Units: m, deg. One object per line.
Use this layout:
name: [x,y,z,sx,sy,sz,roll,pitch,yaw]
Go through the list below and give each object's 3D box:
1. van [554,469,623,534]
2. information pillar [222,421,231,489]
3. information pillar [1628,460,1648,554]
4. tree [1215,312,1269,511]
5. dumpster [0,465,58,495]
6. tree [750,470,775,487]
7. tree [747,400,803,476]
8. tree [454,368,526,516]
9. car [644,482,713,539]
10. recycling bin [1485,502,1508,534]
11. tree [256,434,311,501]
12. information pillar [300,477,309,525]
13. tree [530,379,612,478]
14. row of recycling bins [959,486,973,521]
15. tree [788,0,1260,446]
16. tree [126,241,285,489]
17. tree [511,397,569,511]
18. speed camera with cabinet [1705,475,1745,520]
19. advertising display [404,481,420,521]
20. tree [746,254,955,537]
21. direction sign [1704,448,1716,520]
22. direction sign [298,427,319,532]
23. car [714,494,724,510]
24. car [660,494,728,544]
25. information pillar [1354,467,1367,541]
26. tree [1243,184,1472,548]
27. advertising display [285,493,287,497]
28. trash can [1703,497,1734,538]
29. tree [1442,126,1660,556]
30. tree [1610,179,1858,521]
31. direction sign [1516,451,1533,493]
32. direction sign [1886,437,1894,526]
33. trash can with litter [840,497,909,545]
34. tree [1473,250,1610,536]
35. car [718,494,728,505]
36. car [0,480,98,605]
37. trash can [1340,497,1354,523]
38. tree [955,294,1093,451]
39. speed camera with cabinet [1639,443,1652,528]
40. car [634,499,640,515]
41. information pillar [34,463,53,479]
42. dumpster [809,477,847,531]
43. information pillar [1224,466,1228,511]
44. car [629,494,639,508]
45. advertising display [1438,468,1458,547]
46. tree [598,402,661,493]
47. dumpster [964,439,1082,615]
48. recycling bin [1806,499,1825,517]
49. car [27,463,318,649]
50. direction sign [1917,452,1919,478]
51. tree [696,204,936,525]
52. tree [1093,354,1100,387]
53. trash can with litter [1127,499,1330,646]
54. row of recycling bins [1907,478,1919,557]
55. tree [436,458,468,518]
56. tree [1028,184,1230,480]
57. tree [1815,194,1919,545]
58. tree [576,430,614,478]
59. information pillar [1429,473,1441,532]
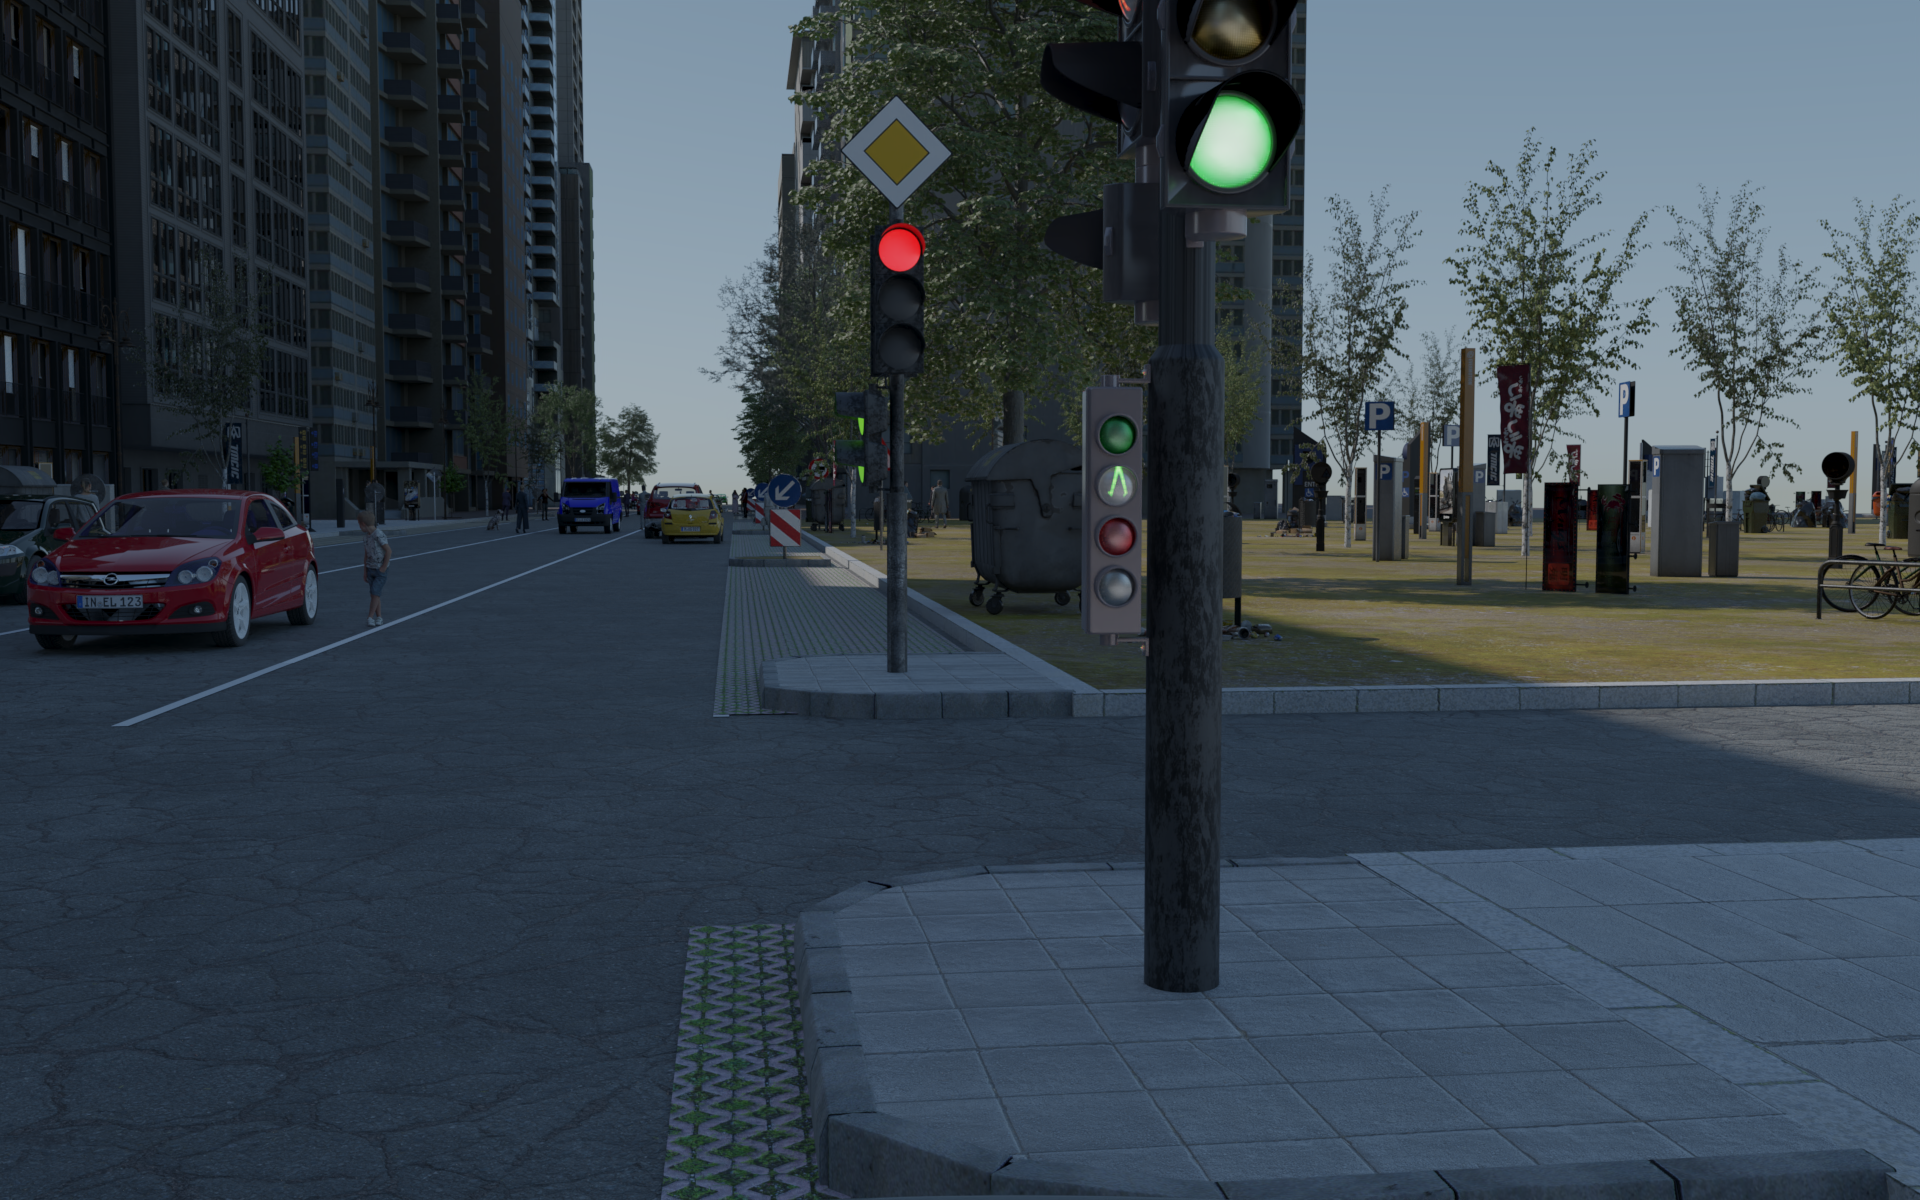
van: [-13.689,-3.653,64.105,2.240,2.365,5.245,0,4,-6]
information pillar: [-23.668,-3.947,55.881,0.183,3.616,0.504,-3,5,-44]
information pillar: [14.561,-2.004,37.257,0.304,2.012,0.304,3,5,40]
tree: [10.006,-7.257,69.008,4.737,8.622,4.395,0,3,0]
dumpster: [-19.286,-1.795,35.114,1.264,1.857,1.865,0,4,-7]
tree: [-22.380,-13.144,198.624,4.285,4.588,4.351,0,3,0]
tree: [-12.451,-10.413,120.619,4.360,8.622,3.978,0,3,0]
tree: [-27.627,-9.226,101.207,4.737,8.622,4.395,0,3,0]
car: [-9.343,-2.981,57.421,2.281,1.827,5.304,0,4,-7]
recycling bin: [17.213,-2.656,55.982,0.722,1.027,0.722,-3,5,-44]
tree: [-21.968,-3.773,56.287,1.663,3.219,1.824,0,3,0]
information pillar: [-27.456,-4.167,72.624,0.304,2.012,0.304,-3,5,-40]
tree: [-35.096,-14.148,157.072,9.928,11.665,9.643,0,3,0]
row of recycling bins: [1.711,-4.690,83.801,3.534,1.692,1.069,-1,4,-10]
tree: [1.060,-6.563,25.436,7.486,12.596,7.792,0,3,0]
tree: [-21.557,-6.105,50.187,4.360,8.622,3.978,0,3,0]
tree: [-31.581,-10.942,129.262,4.360,8.622,3.978,0,3,0]
speed camera with cabinet: [37.696,-5.559,85.228,0.660,3.252,2.038,-2,4,-27]
advertising display: [-26.347,-4.774,83.271,0.974,1.923,0.123,2,4,30]
tree: [-3.317,-6.169,51.233,4.737,8.622,4.395,0,3,0]
direction sign: [36.399,-5.649,84.365,0.876,3.537,0.379,1,4,16]
direction sign: [-22.049,-4.078,58.680,0.379,3.537,0.876,1,4,21]
car: [-20.099,-7.819,139.634,2.131,1.459,4.920,0,4,-7]
car: [-7.877,-2.506,51.192,2.015,1.641,3.980,0,4,-6]
information pillar: [11.007,-2.637,47.609,0.304,2.012,0.304,0,4,6]
tree: [9.219,-5.577,41.547,4.360,8.622,3.978,0,3,0]
advertising display: [-31.347,-4.563,79.820,0.123,1.923,0.974,1,4,10]
trash can: [21.041,-2.226,48.050,0.748,1.137,0.748,0,3,0]
tree: [11.984,-5.221,35.732,4.737,8.622,4.395,0,3,0]
tree: [18.317,-5.525,40.692,4.360,8.622,3.978,0,3,0]
direction sign: [29.783,-6.085,91.487,0.876,3.537,0.379,0,4,-4]
direction sign: [37.253,-4.733,69.382,0.379,3.537,0.876,1,4,18]
trash can with litter: [-2.098,-2.047,44.524,1.678,1.210,2.233,-1,4,-16]
tree: [17.305,-6.219,52.041,4.360,8.622,3.978,0,3,0]
car: [-32.136,-13.713,233.008,1.959,1.807,4.718,0,4,-7]
car: [-12.933,-0.844,23.581,2.009,1.686,4.222,0,4,-6]
trash can: [17.298,-4.004,77.124,0.748,1.137,0.748,0,3,0]
tree: [1.608,-6.816,61.810,4.737,8.622,4.395,0,3,0]
speed camera with cabinet: [26.485,-4.385,66.026,0.660,3.252,2.038,-1,4,-10]
car: [-21.474,-6.791,120.076,2.155,1.783,4.494,-1,4,-9]
information pillar: [-21.398,-2.201,40.485,0.304,2.012,0.304,3,5,44]
dumpster: [-4.584,-3.335,60.287,1.264,1.857,1.865,0,4,-7]
information pillar: [6.699,-2.459,44.696,0.304,2.012,0.304,-3,5,-41]
car: [-32.484,-10.038,173.904,2.009,1.686,4.222,0,4,-6]
advertising display: [12.036,-2.294,42.716,0.123,1.923,0.974,0,4,-5]
tree: [-46.432,-20.530,242.311,9.857,13.997,8.962,0,3,0]
dumpster: [0.786,-0.814,19.067,1.264,1.857,1.865,0,4,-7]
recycling bin: [43.528,-4.622,88.128,0.722,1.027,0.722,1,4,10]
car: [-7.793,-0.513,17.431,2.155,1.783,4.494,0,4,-7]
direction sign: [46.039,-5.569,83.042,0.379,3.537,0.876,1,4,12]
tree: [-5.714,-9.877,71.859,12.009,13.543,11.850,0,3,0]
tree: [6.501,-8.312,86.267,4.737,8.622,4.395,0,3,0]
trash can with litter: [2.076,-0.270,15.477,1.678,1.210,2.233,3,4,38]
row of recycling bins: [20.006,-1.640,33.921,1.069,1.692,3.534,-1,4,-10]
tree: [-27.158,-5.961,92.064,1.663,3.219,1.824,0,3,0]
tree: [3.692,-5.371,38.171,4.360,8.622,3.978,0,3,0]
tree: [22.905,-5.635,42.490,4.737,8.622,4.395,0,3,0]
tree: [-38.540,-14.223,182.905,4.737,8.622,4.395,0,3,0]
information pillar: [16.223,-3.342,59.127,0.304,2.012,0.304,-3,5,-41]
